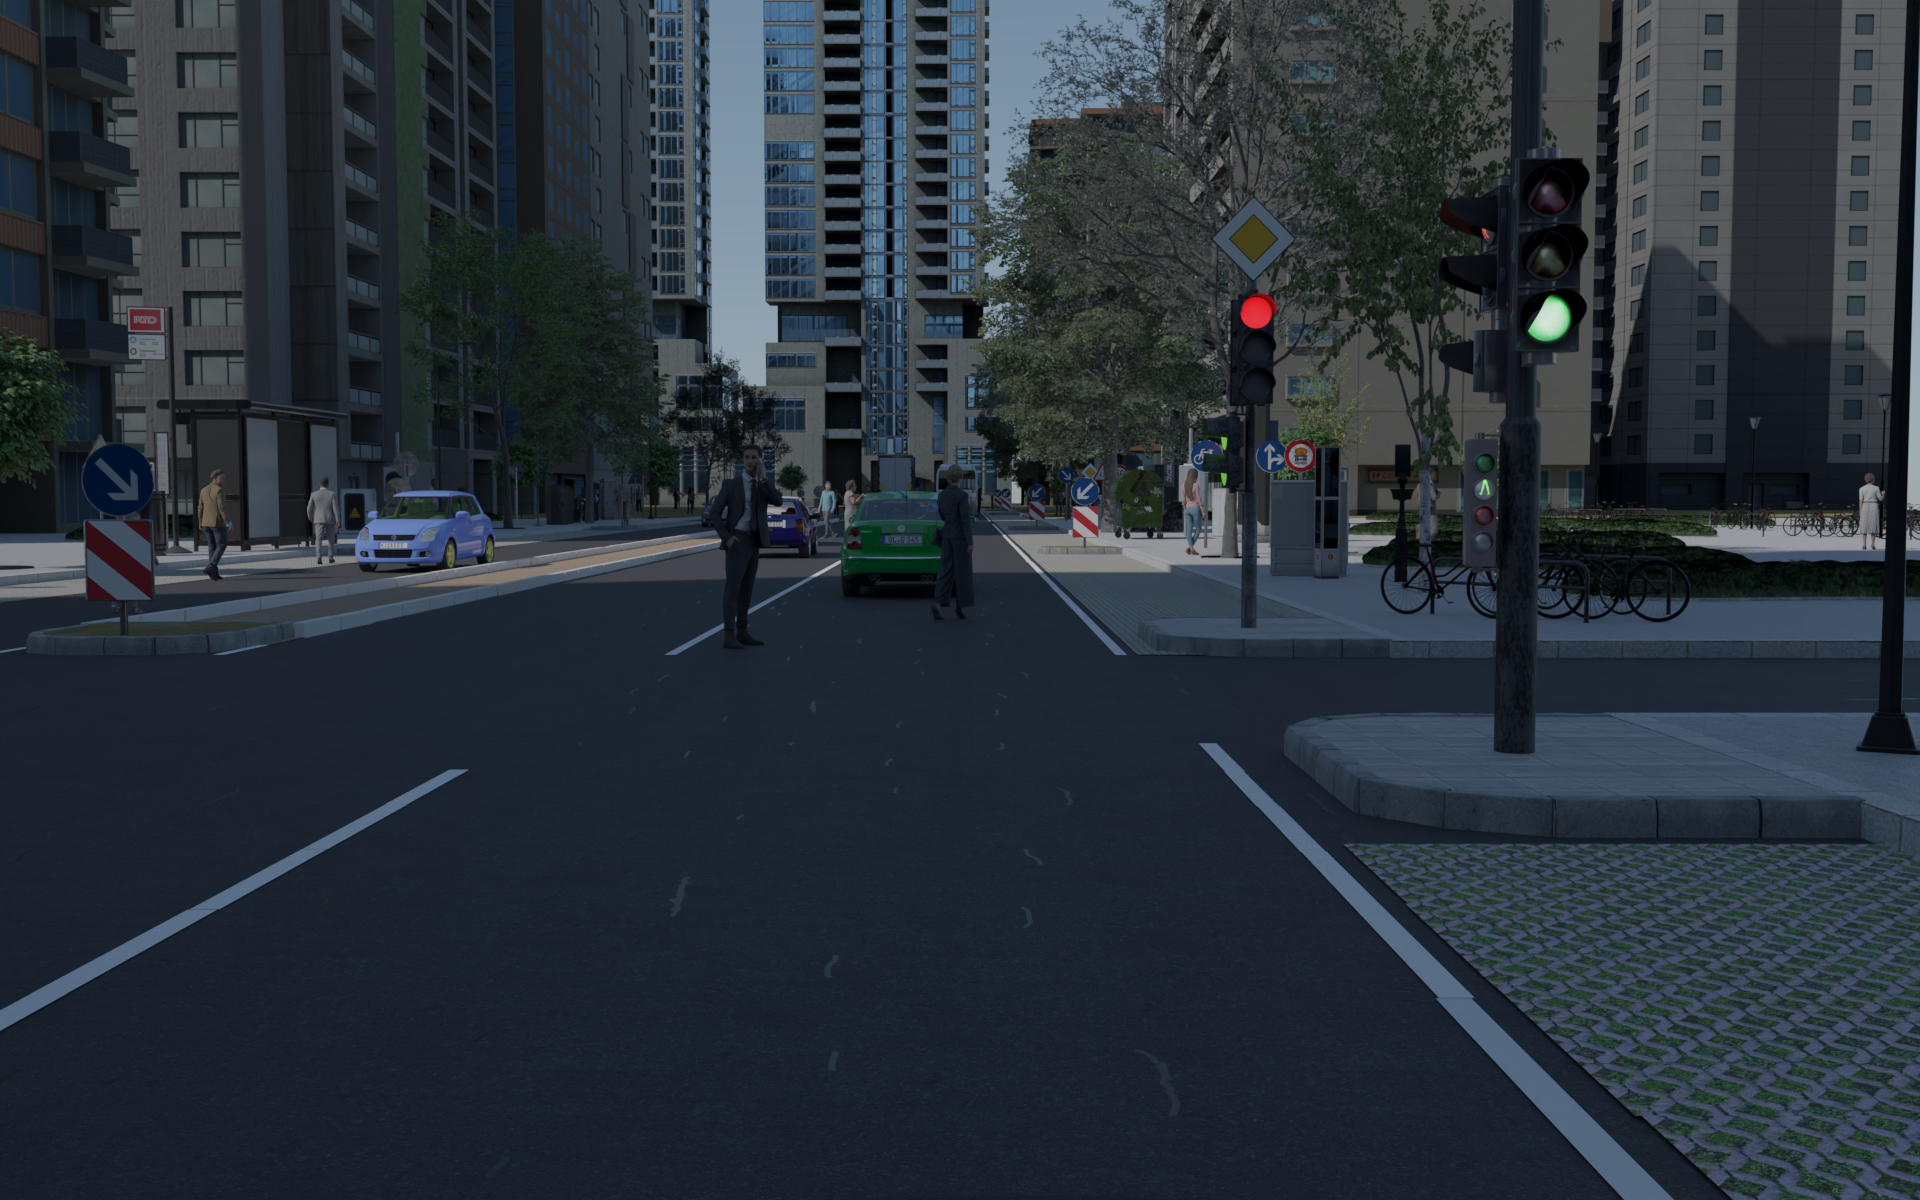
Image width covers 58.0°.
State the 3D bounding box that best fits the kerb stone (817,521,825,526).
[{"bbox_3d":[-6.450,-3.549,80.225,0.120,0.150,1.000,0,3,0],"label":"kerb stone"}]

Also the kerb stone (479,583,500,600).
[{"bbox_3d":[-6.573,-0.102,23.857,0.120,0.150,1.000,0,3,0],"label":"kerb stone"}]

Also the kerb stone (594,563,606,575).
[{"bbox_3d":[-6.551,-0.540,31.022,0.120,0.150,1.000,0,3,0],"label":"kerb stone"}]

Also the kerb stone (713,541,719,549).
[{"bbox_3d":[-6.517,-1.413,45.360,0.120,0.150,1.000,0,3,0],"label":"kerb stone"}]

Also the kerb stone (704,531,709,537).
[{"bbox_3d":[-8.590,-2.174,57.741,0.120,0.150,1.000,0,3,0],"label":"kerb stone"}]

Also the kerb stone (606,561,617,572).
[{"bbox_3d":[-6.545,-0.599,32.044,0.120,0.150,1.000,0,3,0],"label":"kerb stone"}]

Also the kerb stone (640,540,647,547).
[{"bbox_3d":[-8.626,-1.483,46.447,0.120,0.150,1.000,0,3,0],"label":"kerb stone"}]

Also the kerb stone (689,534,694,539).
[{"bbox_3d":[-8.600,-1.982,54.657,0.120,0.150,1.000,0,3,0],"label":"kerb stone"}]

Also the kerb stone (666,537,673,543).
[{"bbox_3d":[-8.607,-1.734,50.549,0.120,0.150,1.000,0,3,0],"label":"kerb stone"}]

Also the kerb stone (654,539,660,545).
[{"bbox_3d":[-8.611,-1.605,48.502,0.120,0.150,1.000,0,3,0],"label":"kerb stone"}]

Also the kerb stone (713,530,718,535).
[{"bbox_3d":[-8.584,-2.298,59.792,0.120,0.150,1.000,0,3,0],"label":"kerb stone"}]

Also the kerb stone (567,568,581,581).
[{"bbox_3d":[-6.557,-0.411,28.978,0.120,0.150,1.000,0,3,0],"label":"kerb stone"}]

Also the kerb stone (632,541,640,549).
[{"bbox_3d":[-8.613,-1.420,45.414,0.120,0.150,1.000,0,3,0],"label":"kerb stone"}]

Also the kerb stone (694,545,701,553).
[{"bbox_3d":[-6.525,-1.229,42.286,0.120,0.150,1.000,0,3,0],"label":"kerb stone"}]

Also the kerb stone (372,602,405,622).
[{"bbox_3d":[-6.586,0.149,19.759,0.120,0.150,1.000,0,3,0],"label":"kerb stone"}]

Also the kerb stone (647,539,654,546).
[{"bbox_3d":[-8.616,-1.546,47.475,0.120,0.150,1.000,0,3,0],"label":"kerb stone"}]

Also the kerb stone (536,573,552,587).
[{"bbox_3d":[-6.564,-0.290,26.933,0.120,0.150,1.000,0,3,0],"label":"kerb stone"}]

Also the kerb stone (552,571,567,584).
[{"bbox_3d":[-6.562,-0.352,27.955,0.120,0.150,1.000,0,3,0],"label":"kerb stone"}]

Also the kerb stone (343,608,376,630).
[{"bbox_3d":[-6.573,0.217,18.736,0.120,0.150,1.000,0,3,0],"label":"kerb stone"}]

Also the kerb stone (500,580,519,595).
[{"bbox_3d":[-6.560,-0.163,24.886,0.120,0.150,1.000,0,3,0],"label":"kerb stone"}]

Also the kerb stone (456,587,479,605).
[{"bbox_3d":[-6.574,-0.039,22.826,0.120,0.150,1.000,0,3,0],"label":"kerb stone"}]

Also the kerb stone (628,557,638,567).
[{"bbox_3d":[-6.546,-0.727,34.089,0.120,0.150,1.000,0,3,0],"label":"kerb stone"}]

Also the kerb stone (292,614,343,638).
[{"bbox_3d":[-6.576,0.274,17.714,0.120,0.150,1.000,0,3,0],"label":"kerb stone"}]

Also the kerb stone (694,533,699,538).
[{"bbox_3d":[-8.595,-2.048,55.679,0.120,0.150,1.000,0,3,0],"label":"kerb stone"}]

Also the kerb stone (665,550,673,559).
[{"bbox_3d":[-6.538,-0.978,38.180,0.120,0.150,1.000,0,3,0],"label":"kerb stone"}]

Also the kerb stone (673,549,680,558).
[{"bbox_3d":[-6.529,-1.038,39.202,0.120,0.150,1.000,0,3,0],"label":"kerb stone"}]

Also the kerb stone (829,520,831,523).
[{"bbox_3d":[-6.445,-3.737,83.316,0.120,0.150,1.000,0,3,0],"label":"kerb stone"}]

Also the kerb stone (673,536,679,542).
[{"bbox_3d":[-8.600,-1.798,51.585,0.120,0.150,1.000,0,3,0],"label":"kerb stone"}]

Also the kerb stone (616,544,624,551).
[{"bbox_3d":[-8.632,-1.294,43.356,0.120,0.150,1.000,0,3,0],"label":"kerb stone"}]

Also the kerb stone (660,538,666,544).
[{"bbox_3d":[-8.620,-1.670,49.524,0.120,0.150,1.000,0,3,0],"label":"kerb stone"}]

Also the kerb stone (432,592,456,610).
[{"bbox_3d":[-6.579,0.027,21.804,0.120,0.150,1.000,0,3,0],"label":"kerb stone"}]

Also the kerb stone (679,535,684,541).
[{"bbox_3d":[-8.602,-1.857,52.608,0.120,0.150,1.000,0,3,0],"label":"kerb stone"}]

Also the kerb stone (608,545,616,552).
[{"bbox_3d":[-8.624,-1.221,42.333,0.120,0.150,1.000,0,3,0],"label":"kerb stone"}]

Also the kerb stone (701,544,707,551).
[{"bbox_3d":[-6.526,-1.289,43.312,0.120,0.150,1.000,0,3,0],"label":"kerb stone"}]

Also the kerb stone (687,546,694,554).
[{"bbox_3d":[-6.530,-1.166,41.262,0.120,0.150,1.000,0,3,0],"label":"kerb stone"}]

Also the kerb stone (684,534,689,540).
[{"bbox_3d":[-8.602,-1.923,53.634,0.120,0.150,1.000,0,3,0],"label":"kerb stone"}]

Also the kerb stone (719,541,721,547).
[{"bbox_3d":[-6.519,-1.480,46.396,0.120,0.150,1.000,0,3,0],"label":"kerb stone"}]

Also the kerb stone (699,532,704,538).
[{"bbox_3d":[-8.591,-2.110,56.701,0.120,0.150,1.000,0,3,0],"label":"kerb stone"}]

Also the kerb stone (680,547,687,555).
[{"bbox_3d":[-6.534,-1.103,40.230,0.120,0.150,1.000,0,3,0],"label":"kerb stone"}]

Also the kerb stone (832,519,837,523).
[{"bbox_3d":[-6.430,-3.990,87.438,0.120,0.150,1.000,0,3,0],"label":"kerb stone"}]

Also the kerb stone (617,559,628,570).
[{"bbox_3d":[-6.552,-0.661,33.067,0.120,0.150,1.000,0,3,0],"label":"kerb stone"}]

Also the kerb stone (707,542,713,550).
[{"bbox_3d":[-6.518,-1.353,44.338,0.120,0.150,1.000,0,3,0],"label":"kerb stone"}]

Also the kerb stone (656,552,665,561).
[{"bbox_3d":[-6.536,-0.911,37.157,0.120,0.150,1.000,0,3,0],"label":"kerb stone"}]

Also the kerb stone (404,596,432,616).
[{"bbox_3d":[-6.582,0.086,20.782,0.120,0.150,1.000,0,3,0],"label":"kerb stone"}]

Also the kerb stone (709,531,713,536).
[{"bbox_3d":[-8.596,-2.235,58.763,0.120,0.150,1.000,0,3,0],"label":"kerb stone"}]

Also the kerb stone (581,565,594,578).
[{"bbox_3d":[-6.554,-0.477,30.000,0.120,0.150,1.000,0,3,0],"label":"kerb stone"}]

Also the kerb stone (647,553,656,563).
[{"bbox_3d":[-6.541,-0.851,36.135,0.120,0.150,1.000,0,3,0],"label":"kerb stone"}]

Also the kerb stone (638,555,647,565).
[{"bbox_3d":[-6.545,-0.789,35.113,0.120,0.150,1.000,0,3,0],"label":"kerb stone"}]

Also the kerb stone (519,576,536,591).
[{"bbox_3d":[-6.560,-0.227,25.911,0.120,0.150,1.000,0,3,0],"label":"kerb stone"}]

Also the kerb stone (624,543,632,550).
[{"bbox_3d":[-8.622,-1.358,44.392,0.120,0.150,1.000,0,3,0],"label":"kerb stone"}]
